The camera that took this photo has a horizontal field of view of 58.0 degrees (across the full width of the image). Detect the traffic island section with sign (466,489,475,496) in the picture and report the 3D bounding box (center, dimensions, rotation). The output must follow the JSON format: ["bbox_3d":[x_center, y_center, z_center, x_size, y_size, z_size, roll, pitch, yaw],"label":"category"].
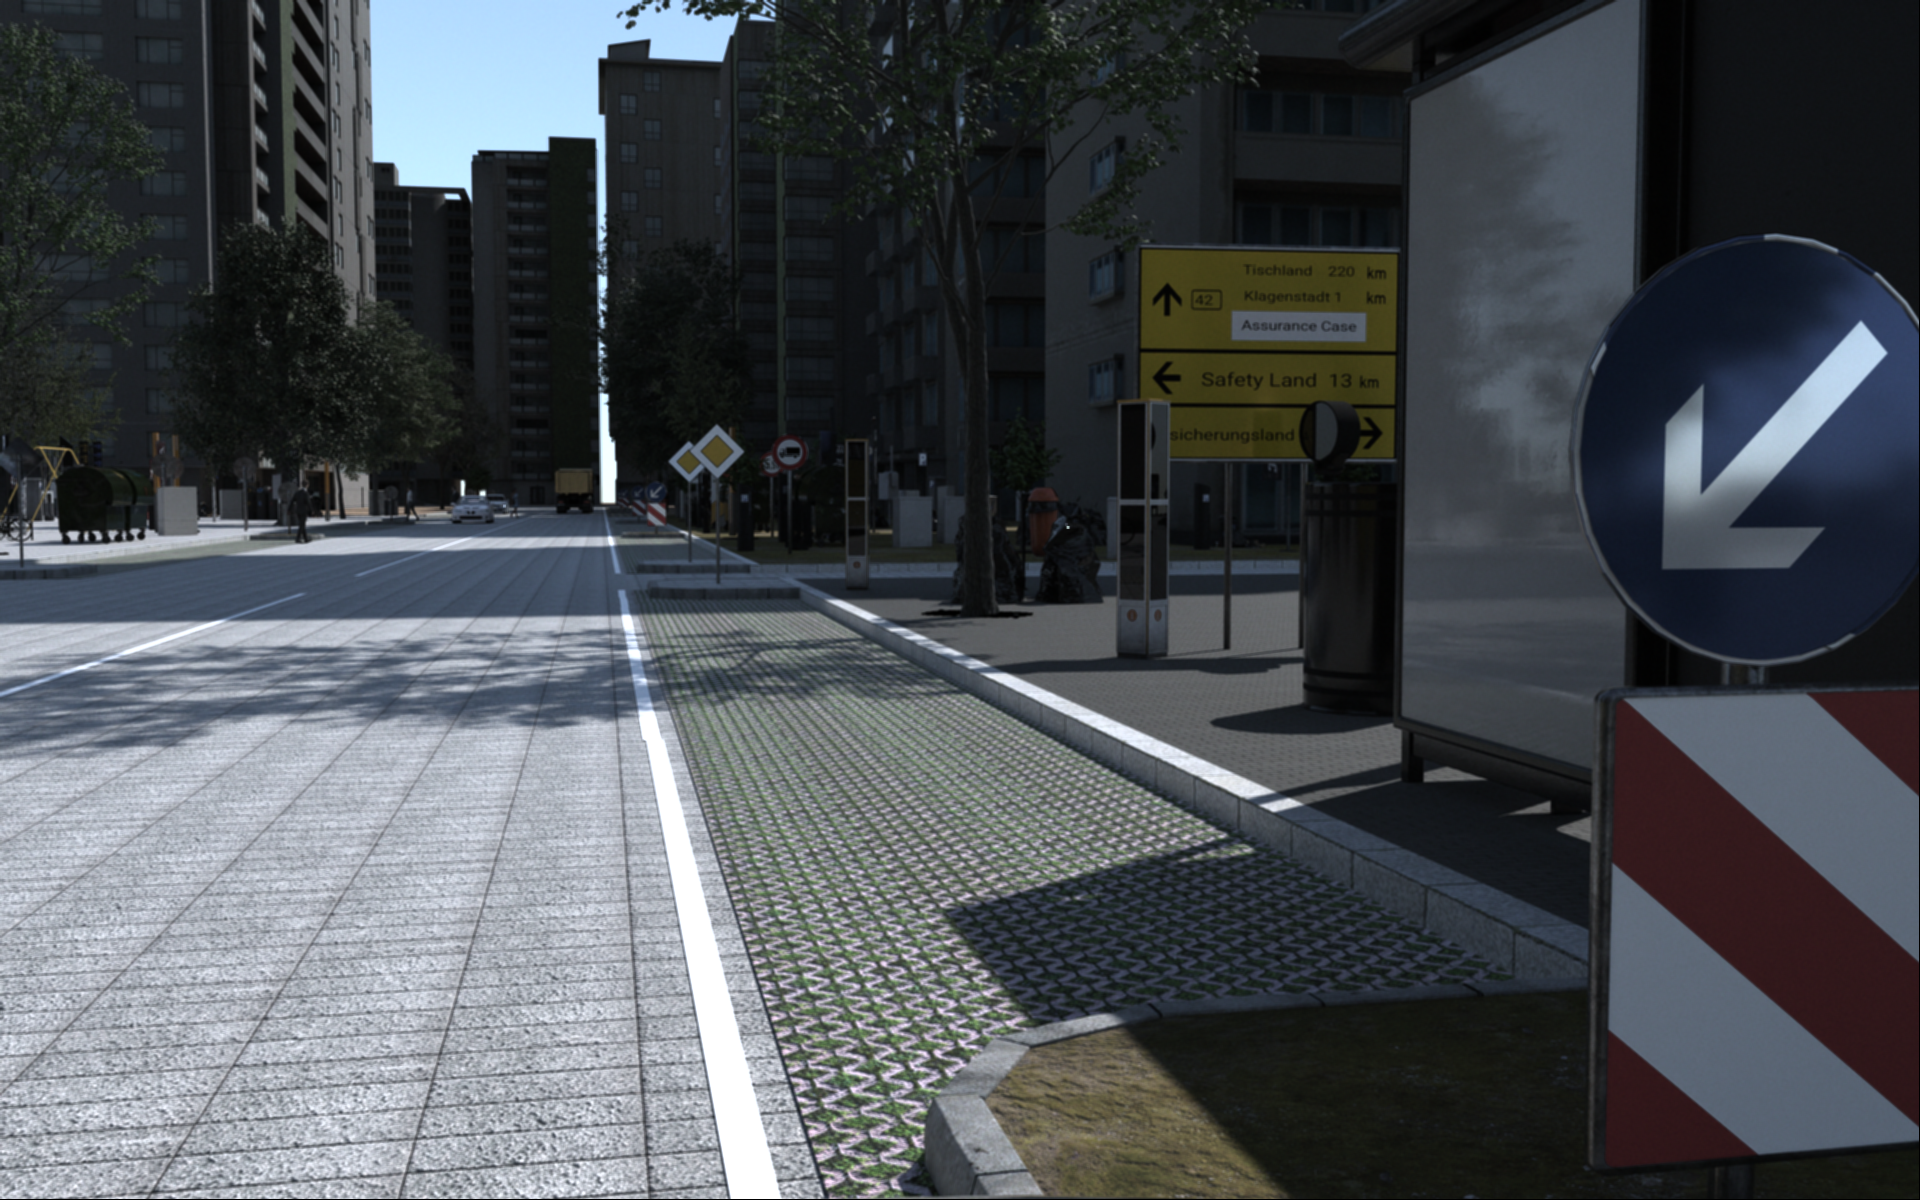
[{"bbox_3d":[-36.932,-7.474,130.825,1.989,1.847,2.006,-1,4,-12],"label":"traffic island section with sign"}]

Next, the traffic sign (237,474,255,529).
[{"bbox_3d":[-25.928,-3.719,62.929,0.606,2.300,0.079,0,4,-5],"label":"traffic sign"}]

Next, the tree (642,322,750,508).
[{"bbox_3d":[-11.026,-7.509,73.133,4.737,8.622,4.395,0,3,0],"label":"tree"}]

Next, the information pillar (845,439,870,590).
[{"bbox_3d":[-1.374,-1.147,23.242,0.304,2.012,0.304,0,4,1],"label":"information pillar"}]

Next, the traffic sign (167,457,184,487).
[{"bbox_3d":[-26.785,-3.596,58.896,0.768,2.556,0.104,-1,4,-10],"label":"traffic sign"}]

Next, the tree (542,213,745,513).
[{"bbox_3d":[-21.380,-16.047,118.261,12.611,20.169,13.585,0,3,0],"label":"tree"}]

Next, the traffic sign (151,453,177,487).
[{"bbox_3d":[-24.880,-3.304,54.129,0.768,2.556,0.104,0,4,-8],"label":"traffic sign"}]

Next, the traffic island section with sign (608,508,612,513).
[{"bbox_3d":[-25.721,-7.561,132.247,1.989,1.847,2.006,-1,4,-12],"label":"traffic island section with sign"}]

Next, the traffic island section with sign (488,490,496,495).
[{"bbox_3d":[-42.481,-9.104,157.485,1.989,1.847,2.006,-1,4,-12],"label":"traffic island section with sign"}]

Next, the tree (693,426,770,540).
[{"bbox_3d":[-6.372,-3.336,49.151,1.663,3.219,1.824,0,3,0],"label":"tree"}]

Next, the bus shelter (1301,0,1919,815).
[{"bbox_3d":[3.046,-1.756,6.335,2.179,5.291,8.768,-1,4,-12],"label":"bus shelter"}]

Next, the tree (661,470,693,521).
[{"bbox_3d":[-12.657,-5.310,81.414,1.663,3.219,1.824,0,3,0],"label":"tree"}]

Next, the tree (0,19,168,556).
[{"bbox_3d":[-20.618,-6.750,36.113,9.928,11.665,9.643,0,3,0],"label":"tree"}]

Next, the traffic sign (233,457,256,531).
[{"bbox_3d":[-24.756,-3.660,59.944,0.768,2.556,0.104,0,4,-5],"label":"traffic sign"}]

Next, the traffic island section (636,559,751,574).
[{"bbox_3d":[-5.059,-0.631,32.603,2.009,0.180,2.903,-1,4,-12],"label":"traffic island section"}]

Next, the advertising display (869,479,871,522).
[{"bbox_3d":[-3.862,-4.169,73.370,0.123,1.923,0.974,0,4,1],"label":"advertising display"}]

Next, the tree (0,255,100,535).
[{"bbox_3d":[-29.259,-6.344,54.086,4.360,8.622,3.978,0,3,0],"label":"tree"}]

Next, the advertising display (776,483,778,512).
[{"bbox_3d":[-10.198,-5.838,100.658,0.974,1.923,0.123,0,4,-1],"label":"advertising display"}]

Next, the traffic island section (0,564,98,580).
[{"bbox_3d":[-16.410,-0.488,30.263,2.009,0.180,2.903,-1,4,-12],"label":"traffic island section"}]

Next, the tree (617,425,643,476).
[{"bbox_3d":[-27.962,-12.428,153.556,4.737,8.622,4.395,0,3,0],"label":"tree"}]

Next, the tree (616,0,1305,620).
[{"bbox_3d":[0.028,-5.635,17.882,9.928,11.665,9.643,0,3,0],"label":"tree"}]

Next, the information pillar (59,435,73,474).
[{"bbox_3d":[-35.216,-4.706,68.297,0.504,3.616,0.183,0,4,-3],"label":"information pillar"}]

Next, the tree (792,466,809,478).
[{"bbox_3d":[-9.419,-6.650,103.323,1.663,3.219,1.824,0,3,0],"label":"tree"}]

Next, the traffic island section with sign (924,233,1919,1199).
[{"bbox_3d":[0.984,0.319,3.406,1.989,1.847,2.006,-1,4,-12],"label":"traffic island section with sign"}]

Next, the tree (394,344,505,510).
[{"bbox_3d":[-42.436,-14.152,141.750,12.009,13.543,11.850,0,3,0],"label":"tree"}]

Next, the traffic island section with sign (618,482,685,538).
[{"bbox_3d":[-10.093,-2.948,56.833,1.989,1.847,2.006,-1,4,-12],"label":"traffic island section with sign"}]

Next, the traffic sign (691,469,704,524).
[{"bbox_3d":[-10.328,-4.035,68.102,0.606,2.300,0.079,0,4,-2],"label":"traffic sign"}]

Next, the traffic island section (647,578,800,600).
[{"bbox_3d":[-3.437,-0.153,24.784,2.009,0.180,2.903,-1,4,-12],"label":"traffic island section"}]

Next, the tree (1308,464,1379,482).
[{"bbox_3d":[8.805,-2.721,39.087,1.663,3.219,1.824,0,3,0],"label":"tree"}]

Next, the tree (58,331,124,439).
[{"bbox_3d":[-40.783,-7.890,79.358,4.737,8.622,4.395,0,3,0],"label":"tree"}]

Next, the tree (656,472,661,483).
[{"bbox_3d":[-23.460,-8.648,135.989,1.663,3.219,1.824,0,3,0],"label":"tree"}]

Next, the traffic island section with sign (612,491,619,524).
[{"bbox_3d":[-15.560,-4.563,83.230,1.989,1.847,2.006,-1,4,-12],"label":"traffic island section with sign"}]

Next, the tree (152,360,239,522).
[{"bbox_3d":[-34.562,-7.896,79.460,4.360,8.622,3.978,0,3,0],"label":"tree"}]

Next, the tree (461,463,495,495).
[{"bbox_3d":[-49.127,-11.799,176.623,4.285,4.588,4.351,0,3,0],"label":"tree"}]

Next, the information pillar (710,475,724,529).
[{"bbox_3d":[-8.957,-4.435,63.873,0.504,3.616,0.183,1,4,9],"label":"information pillar"}]

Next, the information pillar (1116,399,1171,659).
[{"bbox_3d":[1.436,-0.555,13.570,0.304,2.012,0.304,3,5,41],"label":"information pillar"}]

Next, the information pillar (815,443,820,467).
[{"bbox_3d":[-6.026,-5.081,74.434,0.504,3.616,0.183,3,5,43],"label":"information pillar"}]

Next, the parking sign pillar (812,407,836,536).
[{"bbox_3d":[-4.013,-3.946,52.989,1.447,3.967,1.447,0,4,-7],"label":"parking sign pillar"}]

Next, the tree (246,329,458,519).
[{"bbox_3d":[-32.302,-9.506,89.835,7.601,10.594,8.767,3,4,38],"label":"tree"}]

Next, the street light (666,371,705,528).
[{"bbox_3d":[-10.401,-5.686,65.514,1.470,5.913,1.316,-1,4,-12],"label":"street light"}]

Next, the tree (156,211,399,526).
[{"bbox_3d":[-27.735,-9.403,70.749,9.611,12.733,9.660,0,3,0],"label":"tree"}]

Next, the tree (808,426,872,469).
[{"bbox_3d":[-5.730,-6.089,83.271,4.285,4.588,4.351,0,3,0],"label":"tree"}]

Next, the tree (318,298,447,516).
[{"bbox_3d":[-33.825,-11.160,100.592,7.486,12.596,7.792,0,3,0],"label":"tree"}]

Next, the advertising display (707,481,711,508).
[{"bbox_3d":[-12.176,-4.986,86.732,0.974,1.923,0.123,-1,4,-22],"label":"advertising display"}]

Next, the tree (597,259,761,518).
[{"bbox_3d":[-15.142,-11.442,93.731,9.857,13.997,8.962,0,3,0],"label":"tree"}]

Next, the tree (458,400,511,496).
[{"bbox_3d":[-46.421,-13.928,162.127,8.767,10.594,7.601,-1,4,-18],"label":"tree"}]

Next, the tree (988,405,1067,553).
[{"bbox_3d":[1.232,-2.650,37.930,1.663,3.219,1.824,0,3,0],"label":"tree"}]
